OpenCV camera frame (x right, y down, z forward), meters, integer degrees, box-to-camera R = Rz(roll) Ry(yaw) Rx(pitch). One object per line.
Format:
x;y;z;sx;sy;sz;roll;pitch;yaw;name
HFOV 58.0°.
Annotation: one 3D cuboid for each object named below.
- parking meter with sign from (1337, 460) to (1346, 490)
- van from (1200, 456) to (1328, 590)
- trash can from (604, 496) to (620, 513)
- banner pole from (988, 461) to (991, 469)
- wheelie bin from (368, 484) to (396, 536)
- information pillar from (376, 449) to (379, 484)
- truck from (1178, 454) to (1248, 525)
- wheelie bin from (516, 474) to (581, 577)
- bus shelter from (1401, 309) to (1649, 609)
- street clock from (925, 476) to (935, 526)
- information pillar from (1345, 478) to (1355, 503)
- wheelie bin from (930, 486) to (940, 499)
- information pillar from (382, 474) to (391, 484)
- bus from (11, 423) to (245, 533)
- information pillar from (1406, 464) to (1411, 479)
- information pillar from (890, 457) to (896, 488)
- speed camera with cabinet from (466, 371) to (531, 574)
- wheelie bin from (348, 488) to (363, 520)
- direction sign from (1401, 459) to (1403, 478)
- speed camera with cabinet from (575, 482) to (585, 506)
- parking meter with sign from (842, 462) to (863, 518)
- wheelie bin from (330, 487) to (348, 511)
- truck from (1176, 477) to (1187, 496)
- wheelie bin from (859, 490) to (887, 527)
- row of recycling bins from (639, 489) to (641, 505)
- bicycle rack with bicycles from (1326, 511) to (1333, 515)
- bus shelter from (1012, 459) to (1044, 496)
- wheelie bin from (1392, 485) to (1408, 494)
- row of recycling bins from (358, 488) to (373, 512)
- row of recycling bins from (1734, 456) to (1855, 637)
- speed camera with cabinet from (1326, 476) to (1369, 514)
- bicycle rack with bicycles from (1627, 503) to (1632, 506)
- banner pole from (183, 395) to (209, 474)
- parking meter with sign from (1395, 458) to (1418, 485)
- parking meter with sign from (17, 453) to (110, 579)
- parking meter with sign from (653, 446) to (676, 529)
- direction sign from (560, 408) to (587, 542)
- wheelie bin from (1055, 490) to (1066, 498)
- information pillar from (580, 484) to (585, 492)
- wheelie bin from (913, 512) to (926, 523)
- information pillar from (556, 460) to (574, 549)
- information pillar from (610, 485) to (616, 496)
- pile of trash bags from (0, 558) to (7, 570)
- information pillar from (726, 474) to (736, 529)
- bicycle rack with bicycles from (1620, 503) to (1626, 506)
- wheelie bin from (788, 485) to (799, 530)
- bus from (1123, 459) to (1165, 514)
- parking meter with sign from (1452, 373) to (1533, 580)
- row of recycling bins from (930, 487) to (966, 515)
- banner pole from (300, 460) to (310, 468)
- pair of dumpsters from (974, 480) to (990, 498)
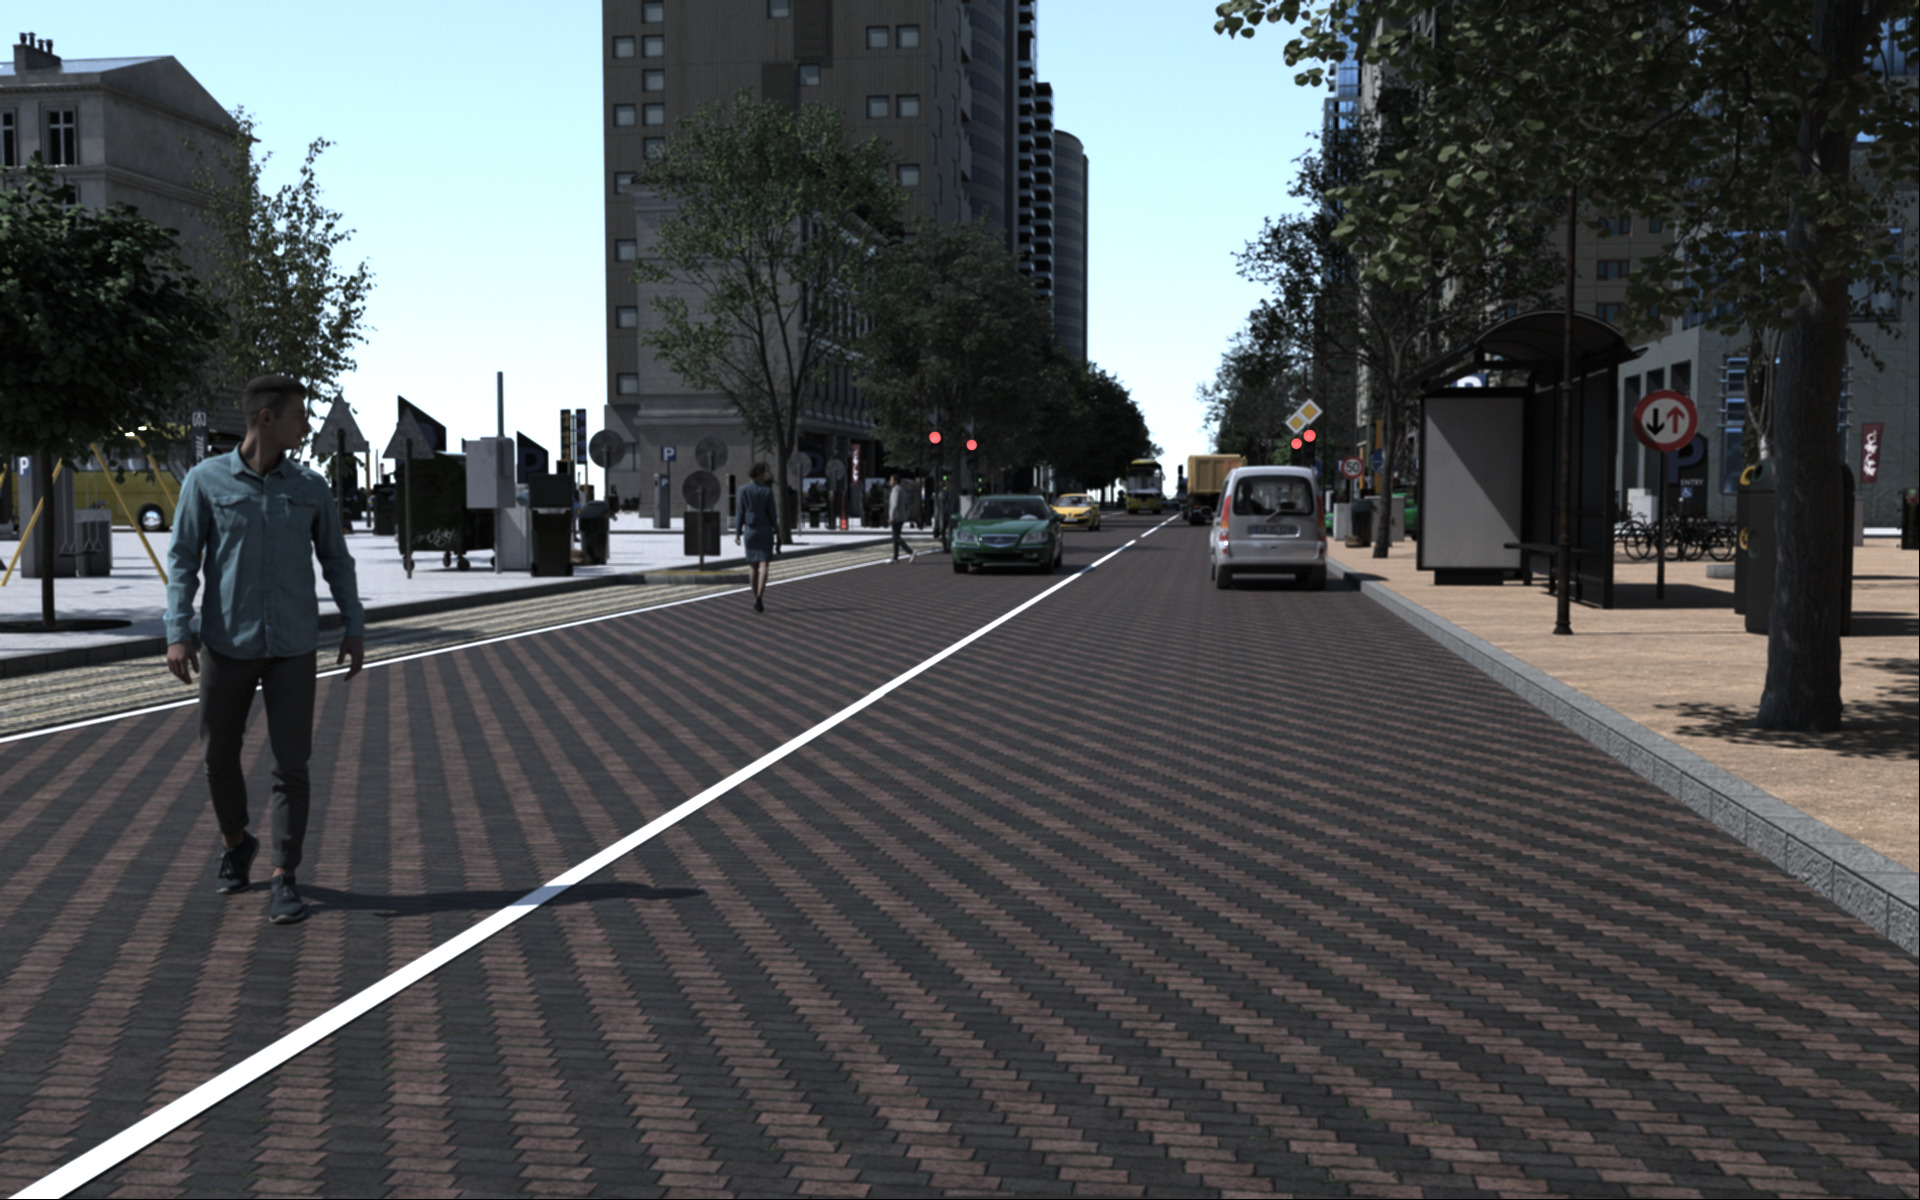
19.829;-5.662;88.839;0.543;3.016;1.738;0;4;-4;parking meter with sign
4.828;-1.246;27.381;2.013;2.044;4.112;0;4;7;van
-20.655;-5.523;101.962;0.748;1.137;0.748;0;3;0;trash can
2.214;-8.504;129.058;0.401;3.779;0.863;1;4;21;banner pole
-17.736;-2.789;53.503;0.980;1.594;0.693;-2;4;-30;wheelie bin
-29.887;-5.965;88.876;0.183;3.616;0.504;-1;4;-14;information pillar
12.277;-5.346;83.335;3.469;3.379;9.791;0;4;6;truck
-6.421;-1.168;27.008;0.980;1.594;0.693;-1;4;-18;wheelie bin
6.845;-1.698;21.689;2.014;3.302;5.546;0;4;8;bus shelter
-1.235;-3.925;68.737;0.358;2.002;0.471;3;4;36;street clock
18.203;-4.671;80.869;0.304;2.012;0.304;-3;5;-41;information pillar
-0.745;-3.863;71.060;0.980;1.594;0.693;0;4;-7;wheelie bin
-21.019;-3.609;63.500;0.304;2.012;0.304;-1;4;-19;information pillar
-30.747;-4.255;61.114;12.252;3.916;2.896;1;4;10;bus
32.258;-8.151;124.616;0.183;3.616;0.504;3;5;42;information pillar
-4.021;-6.890;104.005;0.183;3.616;0.504;3;4;38;information pillar
-7.467;-2.103;28.714;0.660;3.252;2.038;1;4;11;speed camera with cabinet
-29.734;-4.716;85.017;0.980;1.594;0.693;3;5;42;wheelie bin
27.174;-7.013;106.651;0.379;3.537;0.876;0;4;6;direction sign
-28.306;-8.169;127.901;0.660;3.252;2.038;-3;5;-40;speed camera with cabinet
-5.556;-5.969;93.849;1.738;3.016;0.543;-2;4;-23;parking meter with sign
-28.719;-4.365;79.269;0.980;1.594;0.693;-1;4;-11;wheelie bin
36.298;-17.712;279.343;2.967;4.110;18.799;0;4;7;truck
-3.361;-3.733;68.937;0.980;1.594;0.693;-3;5;-40;wheelie bin
-18.325;-5.824;102.329;1.069;1.692;3.534;-1;4;-20;row of recycling bins
15.498;-3.259;66.673;2.852;0.926;2.925;3;4;37;bicycle rack with bicycles
3.703;-7.719;103.829;2.179;5.291;8.768;1;4;8;bus shelter
14.932;-3.091;58.451;0.980;1.594;0.693;1;4;20;wheelie bin
-44.266;-7.273;126.024;1.069;1.692;3.534;3;5;43;row of recycling bins
8.239;-0.610;17.094;1.069;1.692;3.534;1;4;22;row of recycling bins
19.418;-5.654;86.778;2.038;3.252;0.660;0;4;4;speed camera with cabinet
25.985;-3.356;68.258;2.925;0.926;2.852;-1;4;-10;bicycle rack with bicycles
-19.391;-3.296;43.914;0.863;3.779;0.401;1;4;13;banner pole
21.726;-5.430;85.049;0.543;3.016;1.738;-3;5;-44;parking meter with sign
-13.981;-1.852;26.538;0.543;3.016;1.738;2;4;31;parking meter with sign
-11.019;-4.156;64.211;0.543;3.016;1.738;-2;4;-25;parking meter with sign
-10.268;-3.308;46.080;0.876;3.537;0.379;2;4;29;direction sign
6.970;-6.833;119.626;0.693;1.594;0.980;-1;4;-17;wheelie bin
-28.554;-7.750;131.196;0.304;2.012;0.304;2;4;25;information pillar
-1.771;-4.193;76.457;0.693;1.594;0.980;2;4;32;wheelie bin
-8.516;-2.009;37.342;0.304;2.012;0.304;0;4;1;information pillar
-26.906;-7.943;134.354;0.304;2.012;0.304;1;4;16;information pillar
-17.745;-1.214;29.595;1.912;1.369;3.447;-3;5;-44;pile of trash bags
-8.492;-3.658;64.306;0.304;2.012;0.304;-2;4;-25;information pillar
22.083;-3.032;62.956;2.925;0.926;2.852;0;4;-4;bicycle rack with bicycles
-6.145;-3.354;62.752;0.693;1.594;0.980;0;4;1;wheelie bin
13.430;-8.211;125.799;2.896;3.916;12.252;0;4;7;bus
7.984;-1.807;25.808;0.543;3.016;1.738;3;5;44;parking meter with sign
-0.862;-6.171;108.004;1.069;1.692;3.534;3;4;36;row of recycling bins
-43.608;-7.655;115.175;0.863;3.779;0.401;0;4;-8;banner pole
1.651;-6.168;103.345;1.574;2.255;4.437;1;4;8;pair of dumpsters
